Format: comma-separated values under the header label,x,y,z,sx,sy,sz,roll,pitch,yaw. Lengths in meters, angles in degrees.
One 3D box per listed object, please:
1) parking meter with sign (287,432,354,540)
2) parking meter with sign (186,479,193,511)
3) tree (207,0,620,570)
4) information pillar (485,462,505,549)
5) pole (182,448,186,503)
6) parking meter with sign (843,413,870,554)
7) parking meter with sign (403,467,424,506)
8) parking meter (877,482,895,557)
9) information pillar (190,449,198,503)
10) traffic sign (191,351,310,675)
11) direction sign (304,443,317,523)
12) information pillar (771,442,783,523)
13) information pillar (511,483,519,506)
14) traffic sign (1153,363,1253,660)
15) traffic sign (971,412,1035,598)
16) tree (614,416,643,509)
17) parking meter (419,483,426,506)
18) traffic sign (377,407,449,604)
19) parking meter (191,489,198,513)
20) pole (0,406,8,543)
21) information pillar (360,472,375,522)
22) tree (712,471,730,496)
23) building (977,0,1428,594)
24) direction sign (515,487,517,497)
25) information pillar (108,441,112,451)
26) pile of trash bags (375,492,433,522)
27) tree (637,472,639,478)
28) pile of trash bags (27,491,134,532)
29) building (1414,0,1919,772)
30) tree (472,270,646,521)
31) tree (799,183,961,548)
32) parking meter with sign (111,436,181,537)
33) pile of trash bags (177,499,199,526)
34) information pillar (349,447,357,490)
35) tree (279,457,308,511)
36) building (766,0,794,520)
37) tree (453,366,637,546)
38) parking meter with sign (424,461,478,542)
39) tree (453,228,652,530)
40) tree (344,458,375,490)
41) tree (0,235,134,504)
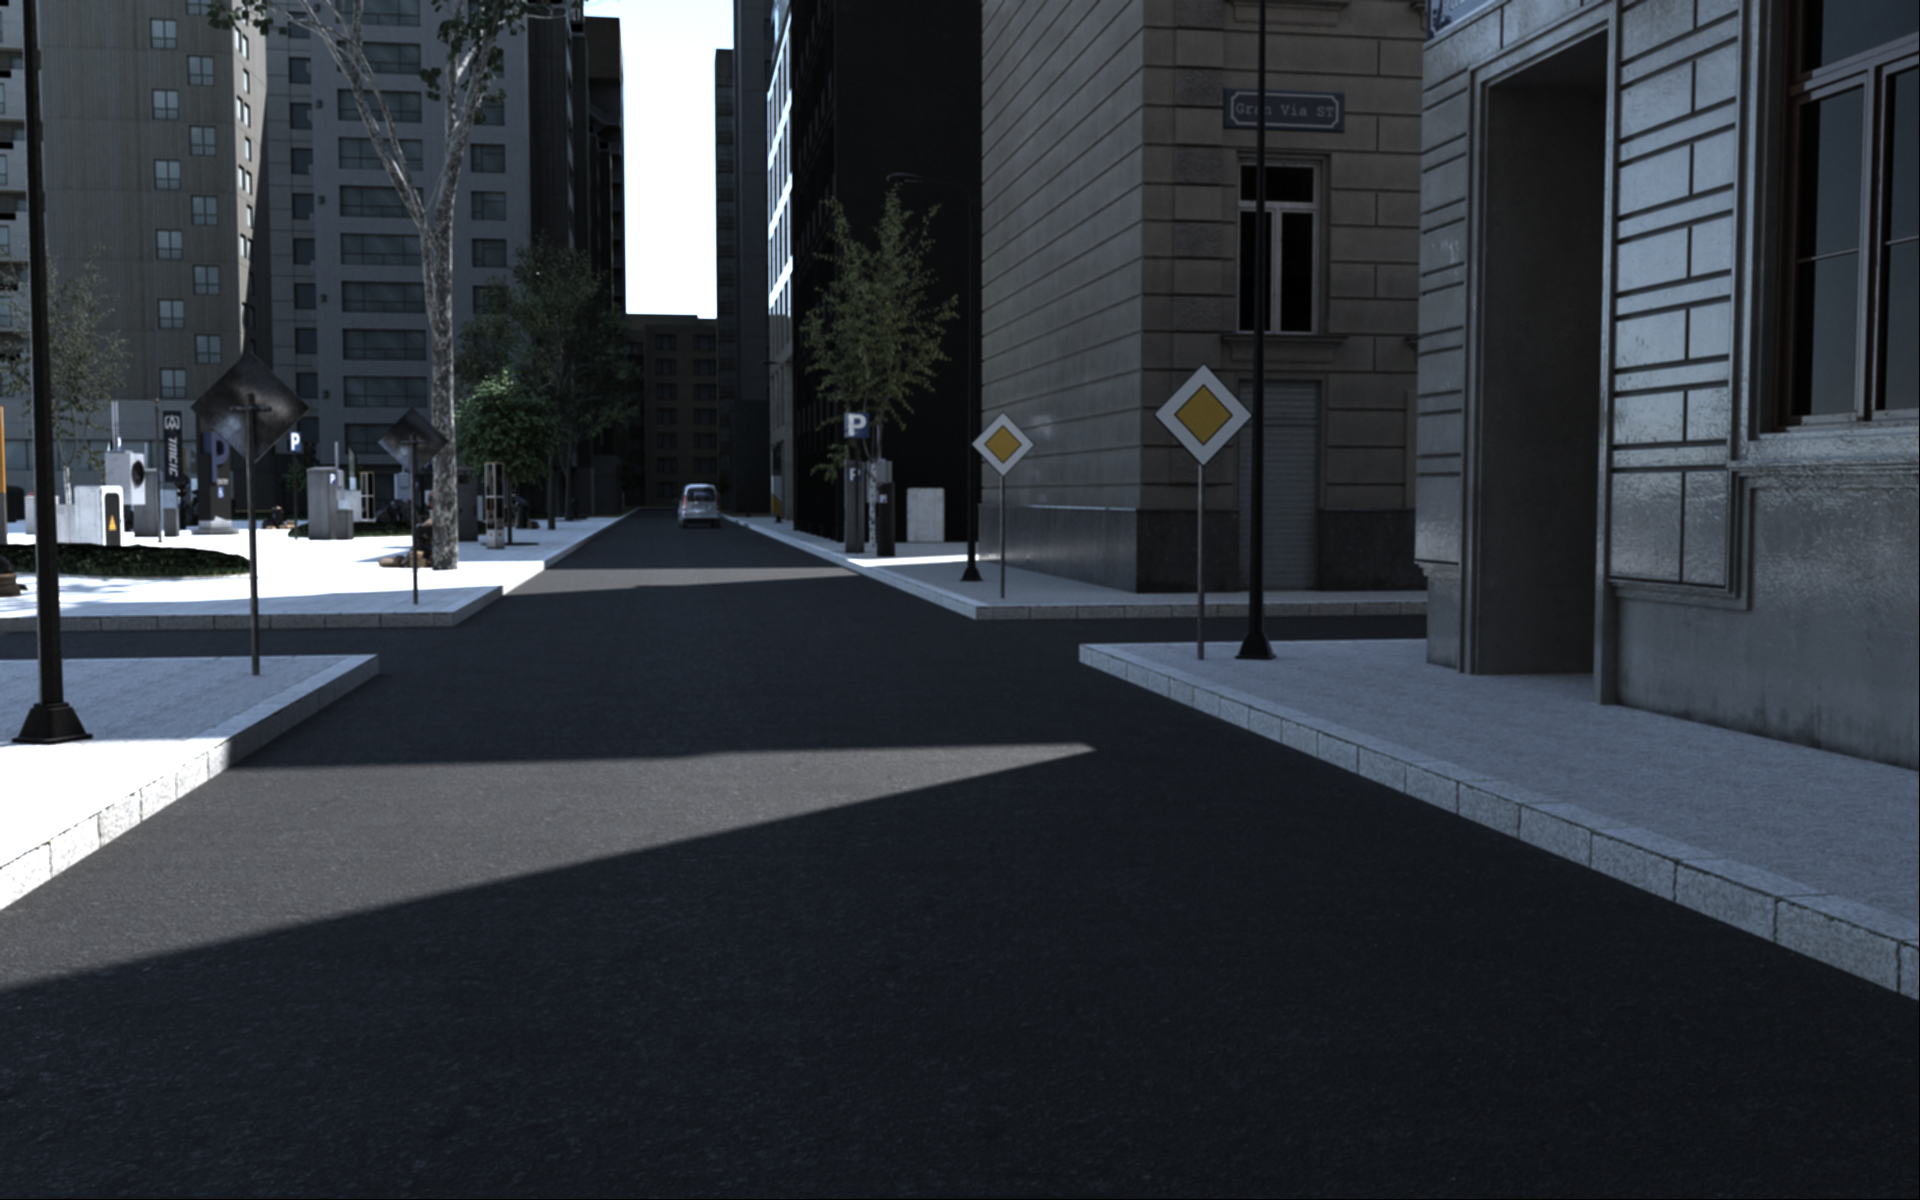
label,x,y,z,sx,sy,sz,roll,pitch,yaw
parking meter with sign,-17.860,-3.193,48.470,1.738,3.016,0.543,1,4,11
parking meter with sign,-39.074,-5.558,87.136,0.543,3.016,1.738,-3,5,-41
tree,-10.079,-10.608,29.327,12.611,20.169,13.585,0,3,0
information pillar,-10.831,-2.192,40.332,0.304,2.012,0.304,2,4,27
pole,-34.699,-5.113,77.435,0.158,3.312,0.155,0,3,0
parking meter with sign,-2.298,-2.548,37.925,0.543,3.016,1.738,0,4,-6
parking meter with sign,-26.532,-5.347,83.677,1.738,3.016,0.543,1,4,13
parking meter,-1.525,-1.663,35.602,0.372,1.533,0.369,0,3,0
information pillar,-40.063,-6.082,90.796,0.504,3.616,0.183,0,4,-1
traffic sign,-4.988,-0.524,12.214,0.795,2.450,0.064,-1,4,-10
direction sign,-28.844,-5.195,76.938,0.379,3.537,0.876,1,4,14
information pillar,-8.224,-5.284,77.752,0.504,3.616,0.183,-3,5,-41
information pillar,-23.563,-5.334,91.702,0.304,2.012,0.304,1,4,10
traffic sign,1.861,-0.594,13.356,0.795,2.450,0.064,-1,4,-10
traffic sign,0.519,-1.076,21.228,0.795,2.450,0.064,-1,4,-10
tree,-29.688,-12.367,152.561,4.360,8.622,3.978,0,3,0
parking meter,-27.721,-5.117,89.382,0.399,1.863,0.255,-2,4,-24
traffic sign,-6.330,-1.006,20.086,0.795,2.450,0.064,-1,4,-10
parking meter,-39.067,-4.896,88.466,0.372,1.533,0.369,0,3,0
pole,-22.292,-2.839,40.254,0.158,3.312,0.155,0,3,0
information pillar,-19.836,-3.272,57.996,0.304,2.012,0.304,2,4,28
tree,-20.153,-9.277,146.288,1.663,3.219,1.824,0,3,0
building,13.273,-14.178,29.079,25.104,27.353,12.463,-1,4,-10
direction sign,-18.323,-4.862,71.491,0.379,3.537,0.876,1,4,13
information pillar,-37.415,-5.196,76.303,0.183,3.616,0.504,-3,4,-37
pile of trash bags,-21.749,-3.630,69.102,1.912,1.369,3.447,1,4,15
tree,-28.617,-9.893,145.471,4.285,4.588,4.351,0,3,0
pile of trash bags,-29.590,-2.977,58.429,3.447,1.369,1.912,-1,4,-17
building,10.063,-10.249,3.731,11.583,22.565,21.152,-1,4,-10
tree,-18.574,-9.512,81.271,9.928,11.665,9.643,0,3,0
tree,-2.075,-5.575,41.507,4.737,8.622,4.395,0,3,0
parking meter with sign,-24.257,-3.388,51.658,1.738,3.016,0.543,0,4,-6
pile of trash bags,-30.949,-3.695,70.161,3.447,1.369,1.912,2,4,30
information pillar,-30.036,-5.770,85.696,0.504,3.616,0.183,3,4,37
tree,-34.298,-5.797,89.375,1.663,3.219,1.824,0,3,0
building,1.849,-16.841,79.867,19.350,26.468,34.151,-1,4,-10
tree,-11.306,-3.666,43.653,4.285,4.588,4.351,0,3,0
parking meter with sign,-13.488,-3.096,46.878,0.543,3.016,1.738,3,5,45
tree,-14.853,-7.793,61.836,8.767,10.594,7.601,1,4,16
tree,-31.807,-5.935,91.644,1.663,3.219,1.824,0,3,0
tree,-24.573,-5.936,47.409,4.360,8.622,3.978,0,3,0
